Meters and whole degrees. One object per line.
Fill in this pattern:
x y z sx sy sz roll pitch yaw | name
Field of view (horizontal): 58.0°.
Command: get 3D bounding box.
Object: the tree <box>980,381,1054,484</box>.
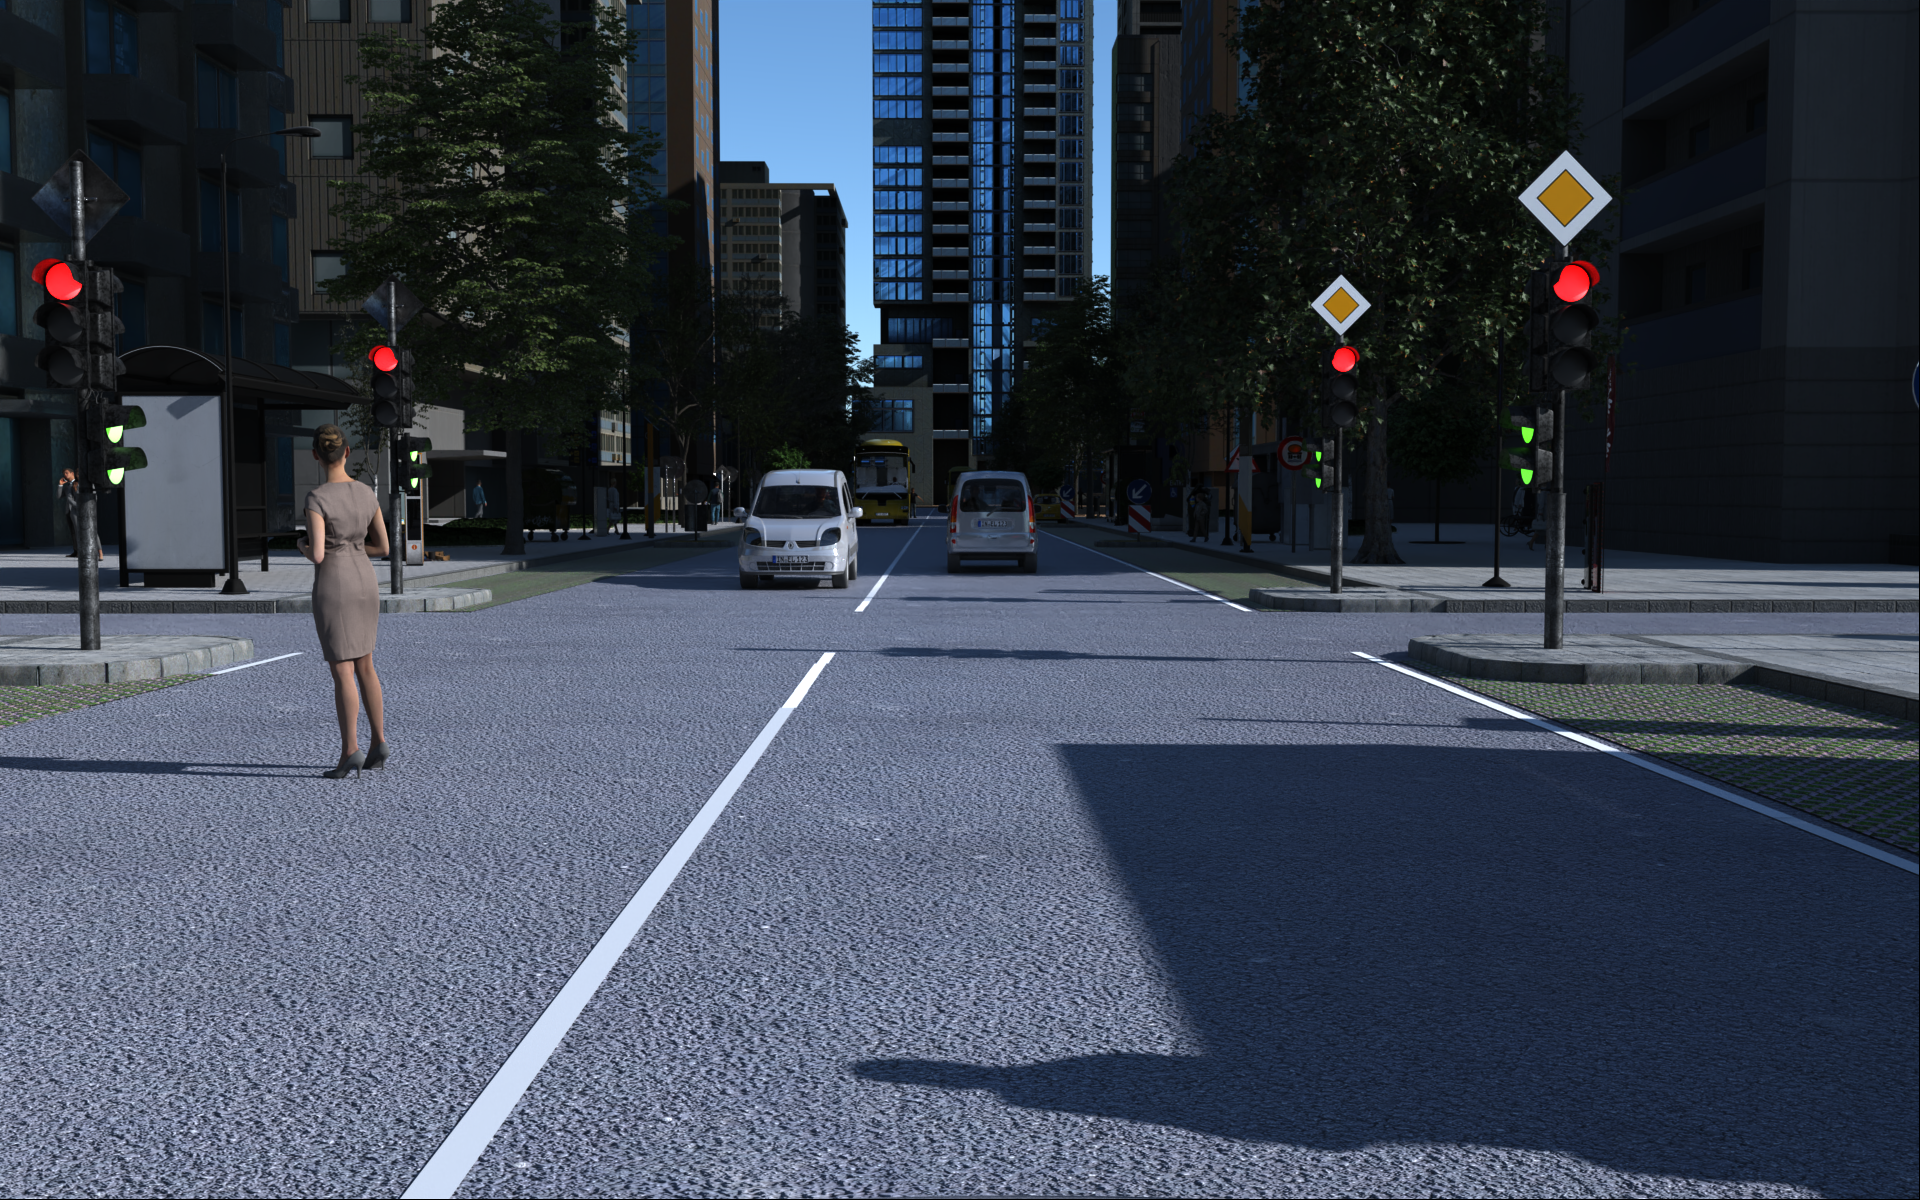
6.552 -15.546 171.184 9.611 12.733 9.660 0 3 0 | tree

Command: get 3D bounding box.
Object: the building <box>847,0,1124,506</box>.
1.912 -54.156 198.117 31.000 86.520 22.319 0 4 0 | building

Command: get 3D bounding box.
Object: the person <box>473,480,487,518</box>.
-19.153 -3.844 68.752 0.748 1.841 0.638 -3 4 -38 | person

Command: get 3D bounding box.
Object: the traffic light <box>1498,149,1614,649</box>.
4.911 -1.551 14.278 0.839 4.253 0.868 0 4 0 | traffic light

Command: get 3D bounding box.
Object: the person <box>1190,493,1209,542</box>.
6.393 -2.184 46.020 0.640 1.303 0.475 -3 5 -41 | person

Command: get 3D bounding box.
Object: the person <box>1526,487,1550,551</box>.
13.187 -2.012 39.295 0.624 1.780 0.694 2 4 24 | person

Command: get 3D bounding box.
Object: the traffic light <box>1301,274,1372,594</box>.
4.842 -2.039 22.263 0.839 4.253 0.868 0 4 0 | traffic light

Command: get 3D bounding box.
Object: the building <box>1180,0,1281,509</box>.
22.159 -28.272 112.364 14.600 45.320 14.200 0 4 0 | building

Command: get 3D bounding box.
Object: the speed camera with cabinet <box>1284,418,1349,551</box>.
8.235 -2.770 39.631 0.660 3.252 2.038 2 4 35 | speed camera with cabinet

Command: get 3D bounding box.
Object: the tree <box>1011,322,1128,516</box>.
7.058 -10.863 103.364 9.928 11.665 9.643 0 3 0 | tree

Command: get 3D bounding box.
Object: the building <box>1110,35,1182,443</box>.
20.611 -29.032 158.261 14.154 41.232 14.086 0 4 0 | building

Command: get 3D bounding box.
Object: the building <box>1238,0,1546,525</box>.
24.836 -39.227 79.610 20.563 71.187 20.611 0 4 0 | building

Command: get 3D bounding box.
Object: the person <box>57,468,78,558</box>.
-17.945 -1.764 35.069 0.592 1.802 0.473 2 4 33 | person

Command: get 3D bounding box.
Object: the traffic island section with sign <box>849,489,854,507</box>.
-7.837 -7.082 124.416 1.989 1.847 2.006 0 4 0 | traffic island section with sign

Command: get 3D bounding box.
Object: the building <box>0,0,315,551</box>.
-31.640 -25.923 43.447 23.786 49.044 30.456 0 4 0 | building

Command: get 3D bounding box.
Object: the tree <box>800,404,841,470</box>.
-10.202 -11.069 131.346 4.360 8.622 3.978 0 3 0 | tree

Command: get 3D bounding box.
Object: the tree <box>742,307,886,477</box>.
-10.169 -12.913 117.778 9.857 13.997 8.962 0 3 0 | tree

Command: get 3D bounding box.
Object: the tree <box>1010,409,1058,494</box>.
6.392 -11.528 138.848 4.360 8.622 3.978 0 3 0 | tree

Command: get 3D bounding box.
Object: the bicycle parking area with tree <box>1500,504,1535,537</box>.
20.205 -3.991 52.256 9.016 4.147 8.231 3 5 41 | bicycle parking area with tree

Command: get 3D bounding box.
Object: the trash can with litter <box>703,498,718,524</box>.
-10.668 -3.849 74.312 0.624 1.170 1.055 0 4 -4 | trash can with litter

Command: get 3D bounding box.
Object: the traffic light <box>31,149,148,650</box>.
-7.149 -1.544 14.157 0.839 4.253 0.868 0 4 0 | traffic light

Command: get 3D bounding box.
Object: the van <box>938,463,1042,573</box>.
0.576 -1.579 32.822 2.013 2.044 4.112 0 4 0 | van

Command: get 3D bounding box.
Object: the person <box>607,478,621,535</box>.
-10.905 -2.930 54.306 0.624 1.780 0.694 -2 4 -28 | person

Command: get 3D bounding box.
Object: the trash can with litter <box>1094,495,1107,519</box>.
7.642 -5.006 92.907 1.678 1.210 2.233 3 4 38 | trash can with litter

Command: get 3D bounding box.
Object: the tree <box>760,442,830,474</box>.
-10.867 -7.616 108.230 4.285 4.588 4.351 0 3 0 | tree

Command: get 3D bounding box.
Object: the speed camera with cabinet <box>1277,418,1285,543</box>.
8.551 -3.048 44.177 0.660 3.252 2.038 0 4 2 | speed camera with cabinet

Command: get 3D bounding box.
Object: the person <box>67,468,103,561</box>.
-16.751 -1.641 33.154 0.520 1.790 0.573 -3 5 -44 | person

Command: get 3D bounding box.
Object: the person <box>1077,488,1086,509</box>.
10.233 -8.608 146.918 1.348 1.807 0.705 2 4 35 | person

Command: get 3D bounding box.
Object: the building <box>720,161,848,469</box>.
-25.632 -31.375 204.854 23.993 40.220 32.217 0 4 0 | building

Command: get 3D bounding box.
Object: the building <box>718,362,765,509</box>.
-34.099 -51.342 152.115 31.000 86.520 22.319 0 4 0 | building

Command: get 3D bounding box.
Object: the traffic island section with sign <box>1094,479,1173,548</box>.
4.675 -2.348 47.014 1.989 1.847 2.006 0 4 0 | traffic island section with sign

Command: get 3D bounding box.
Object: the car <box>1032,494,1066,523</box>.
4.129 -4.436 82.760 2.015 1.641 3.980 0 4 -1 | car

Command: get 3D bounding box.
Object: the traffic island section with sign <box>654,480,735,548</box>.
-7.151 -2.340 46.882 1.989 1.847 2.006 0 4 0 | traffic island section with sign

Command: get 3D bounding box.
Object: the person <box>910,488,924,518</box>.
-2.799 -5.795 103.261 1.348 1.822 0.705 -1 4 -22 | person

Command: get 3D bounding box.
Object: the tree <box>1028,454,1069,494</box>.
6.879 -9.185 133.892 4.285 4.588 4.351 0 3 0 | tree

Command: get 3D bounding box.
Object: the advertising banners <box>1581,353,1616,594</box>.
8.336 -1.616 22.608 0.090 3.025 2.074 1 4 12 | advertising banners

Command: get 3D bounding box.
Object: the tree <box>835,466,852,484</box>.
-10.537 -9.811 144.121 4.285 4.588 4.351 0 3 0 | tree

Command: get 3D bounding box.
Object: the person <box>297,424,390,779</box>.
-3.122 0.005 8.752 0.374 1.781 0.599 2 4 26 | person

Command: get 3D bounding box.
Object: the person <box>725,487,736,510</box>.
-18.879 -8.367 142.850 0.705 1.823 1.348 2 4 32 | person

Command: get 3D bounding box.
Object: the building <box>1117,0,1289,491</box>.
29.013 -46.452 197.741 20.611 71.187 20.563 0 4 0 | building

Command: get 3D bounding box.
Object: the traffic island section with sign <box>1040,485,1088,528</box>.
4.440 -4.009 74.175 1.989 1.847 2.006 0 4 0 | traffic island section with sign

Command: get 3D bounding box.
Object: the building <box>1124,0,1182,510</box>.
25.631 -50.260 134.421 22.319 86.520 31.000 0 4 0 | building

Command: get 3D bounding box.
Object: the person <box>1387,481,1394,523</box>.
15.245 -3.376 61.816 0.480 1.755 0.524 -1 4 -17 | person

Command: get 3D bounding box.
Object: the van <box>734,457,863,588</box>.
-2.530 -1.259 27.603 2.013 2.044 4.112 0 4 -1 | van

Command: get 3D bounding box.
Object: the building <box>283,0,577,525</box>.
-34.698 -30.135 81.942 28.713 52.752 27.495 0 4 0 | building

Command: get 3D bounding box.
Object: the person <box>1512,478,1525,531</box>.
19.574 -3.345 60.612 0.818 1.842 0.514 -3 5 -42 | person

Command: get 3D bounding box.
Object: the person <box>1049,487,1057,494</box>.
6.871 -7.472 128.221 1.348 1.823 0.705 -2 4 -31 | person

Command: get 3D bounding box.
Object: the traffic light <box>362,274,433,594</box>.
-7.219 -2.032 22.142 0.839 4.253 0.868 0 4 0 | traffic light

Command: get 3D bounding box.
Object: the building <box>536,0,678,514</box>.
-34.194 -25.501 108.820 32.217 40.220 23.993 0 4 0 | building

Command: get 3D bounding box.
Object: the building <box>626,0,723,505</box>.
-25.604 -29.263 128.560 14.600 45.320 14.200 0 4 0 | building

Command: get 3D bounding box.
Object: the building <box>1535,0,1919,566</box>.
29.045 -30.133 34.668 28.212 58.520 21.231 0 4 0 | building

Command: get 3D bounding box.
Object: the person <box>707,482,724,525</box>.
-10.106 -3.995 71.708 0.623 1.781 0.721 -2 4 -30 | person

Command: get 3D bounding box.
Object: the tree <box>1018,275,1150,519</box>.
6.567 -10.504 89.868 7.486 12.596 7.792 0 3 0 | tree
